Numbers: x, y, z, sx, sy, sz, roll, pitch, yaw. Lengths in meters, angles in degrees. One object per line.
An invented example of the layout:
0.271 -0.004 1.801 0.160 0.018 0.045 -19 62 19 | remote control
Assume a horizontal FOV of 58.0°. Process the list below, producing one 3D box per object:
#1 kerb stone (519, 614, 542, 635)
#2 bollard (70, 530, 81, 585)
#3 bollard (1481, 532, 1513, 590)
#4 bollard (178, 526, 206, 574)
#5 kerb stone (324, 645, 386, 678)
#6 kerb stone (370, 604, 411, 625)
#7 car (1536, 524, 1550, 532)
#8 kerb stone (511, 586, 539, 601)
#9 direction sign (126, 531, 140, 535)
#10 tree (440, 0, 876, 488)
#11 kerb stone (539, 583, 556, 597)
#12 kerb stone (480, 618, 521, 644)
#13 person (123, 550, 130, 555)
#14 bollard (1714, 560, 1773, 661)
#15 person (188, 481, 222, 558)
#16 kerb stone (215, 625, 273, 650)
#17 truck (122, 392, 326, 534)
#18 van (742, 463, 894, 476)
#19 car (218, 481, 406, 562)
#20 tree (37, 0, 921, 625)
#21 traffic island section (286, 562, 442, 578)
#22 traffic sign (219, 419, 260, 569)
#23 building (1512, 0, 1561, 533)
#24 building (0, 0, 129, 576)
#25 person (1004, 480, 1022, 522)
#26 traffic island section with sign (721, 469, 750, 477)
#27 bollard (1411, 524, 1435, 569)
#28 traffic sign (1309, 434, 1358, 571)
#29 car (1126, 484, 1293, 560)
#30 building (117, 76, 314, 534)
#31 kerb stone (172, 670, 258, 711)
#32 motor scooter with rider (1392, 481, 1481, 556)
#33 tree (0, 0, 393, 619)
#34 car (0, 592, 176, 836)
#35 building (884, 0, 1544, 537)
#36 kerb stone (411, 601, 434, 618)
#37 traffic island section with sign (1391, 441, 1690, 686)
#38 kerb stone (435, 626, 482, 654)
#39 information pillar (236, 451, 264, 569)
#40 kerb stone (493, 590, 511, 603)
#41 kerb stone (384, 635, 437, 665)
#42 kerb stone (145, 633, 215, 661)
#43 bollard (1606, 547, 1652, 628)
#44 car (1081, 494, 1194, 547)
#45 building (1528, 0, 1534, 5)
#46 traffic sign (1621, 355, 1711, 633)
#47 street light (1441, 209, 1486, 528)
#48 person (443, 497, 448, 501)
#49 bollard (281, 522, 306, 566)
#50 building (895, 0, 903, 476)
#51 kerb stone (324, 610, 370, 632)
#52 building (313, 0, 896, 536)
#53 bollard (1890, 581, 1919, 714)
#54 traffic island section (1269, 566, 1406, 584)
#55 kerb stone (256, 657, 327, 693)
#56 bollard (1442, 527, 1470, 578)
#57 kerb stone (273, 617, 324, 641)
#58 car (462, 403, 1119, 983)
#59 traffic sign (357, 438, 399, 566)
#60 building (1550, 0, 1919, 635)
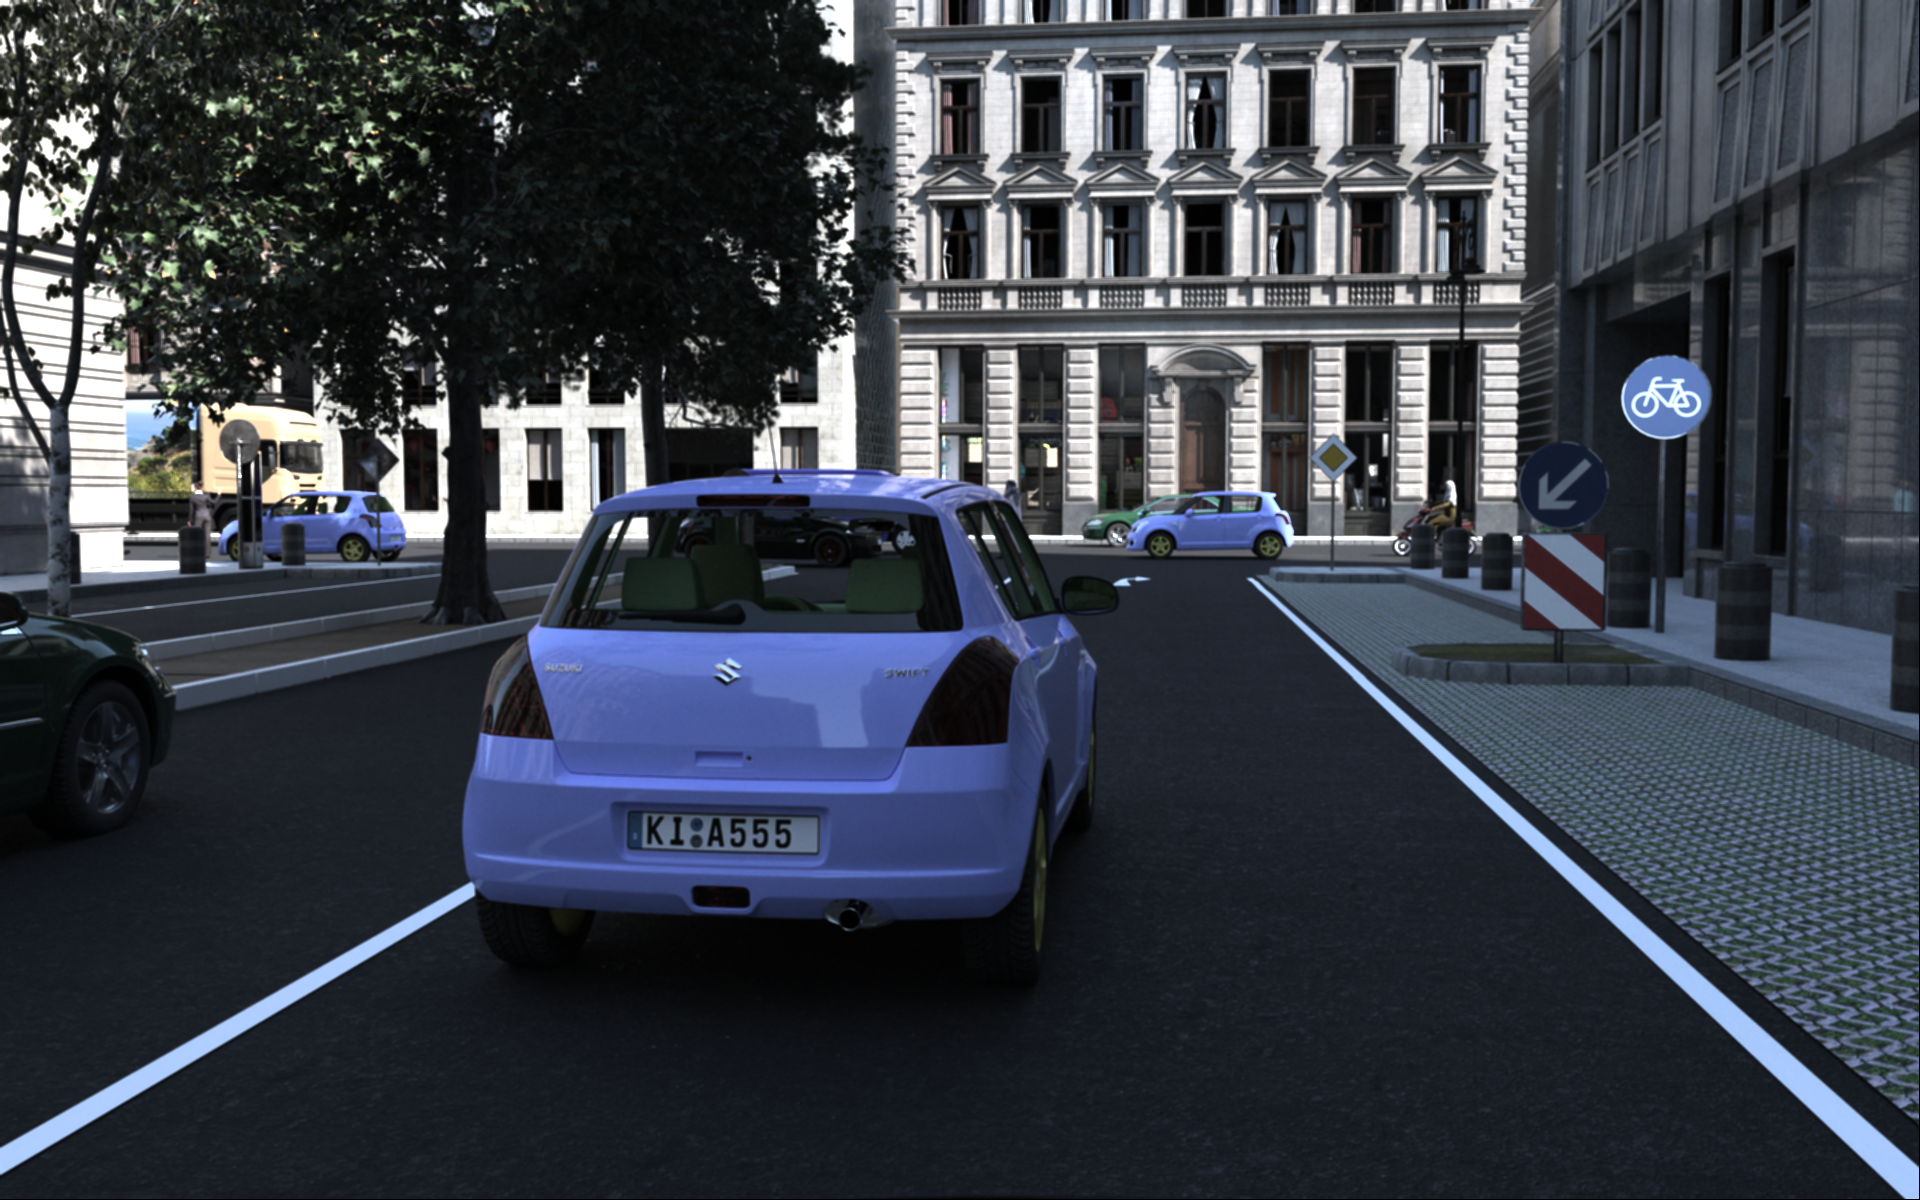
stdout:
-4.468 0.253 18.057 0.120 0.150 1.000 0 4 6 | kerb stone
-12.741 -0.608 24.653 0.404 0.777 0.398 0 3 0 | bollard
7.211 -0.522 23.251 0.404 0.777 0.398 0 3 0 | bollard
-12.372 -0.806 27.903 0.404 0.777 0.398 0 3 0 | bollard
-4.931 0.503 13.969 0.120 0.150 1.000 0 4 6 | kerb stone
-6.432 0.175 19.334 0.120 0.150 1.000 0 4 6 | kerb stone
16.824 -2.097 43.081 4.718 1.807 1.959 0 4 7 | car
-5.967 -0.069 23.419 0.120 0.150 1.000 0 4 6 | kerb stone
-25.829 -3.791 53.988 0.379 3.537 0.876 -3 4 -36 | direction sign
-4.853 -6.288 27.322 6.751 12.117 7.091 0 3 0 | tree
-5.849 -0.131 24.450 0.120 0.150 1.000 0 4 6 | kerb stone
-4.583 0.316 17.033 0.120 0.150 1.000 0 4 6 | kerb stone
-20.095 -1.482 41.019 0.859 0.850 0.655 -3 4 -36 | person
6.098 0.076 13.482 0.404 0.777 0.398 0 3 0 | bollard
-16.925 -1.805 38.823 0.445 1.727 0.742 2 4 29 | person
-6.779 0.364 16.250 0.120 0.150 1.000 0 4 6 | kerb stone
-23.035 -3.662 48.789 11.283 4.237 2.839 0 4 7 | truck
-2.930 -2.301 42.004 5.245 2.365 2.240 0 4 6 | van
-13.497 -1.618 36.041 3.694 1.707 1.945 0 4 6 | car
-5.489 -6.091 19.056 9.611 12.733 9.660 0 3 0 | tree
-10.415 -0.533 30.997 2.009 0.180 2.903 0 4 6 | traffic island section
-12.260 -1.796 29.475 0.768 2.556 0.104 1 4 11 | traffic sign
30.063 -13.050 55.173 24.055 21.916 13.314 0 4 6 | building
-24.818 -11.593 25.706 21.152 22.565 11.583 0 4 6 | building
1.123 -1.779 38.259 0.621 1.740 0.551 2 4 26 | person
-4.090 -1.369 30.514 2.006 1.907 1.989 0 4 6 | traffic island section with sign
7.953 -0.920 29.755 0.404 0.777 0.398 0 3 0 | bollard
6.244 -1.552 29.023 0.795 2.450 0.064 0 4 6 | traffic sign
5.568 -1.783 38.749 3.694 1.707 1.945 0 4 5 | car
-30.054 -11.947 59.959 19.286 19.102 10.561 0 4 6 | building
-5.164 0.628 11.921 0.120 0.150 1.000 0 4 6 | kerb stone
10.952 -1.885 39.778 1.986 1.779 0.876 0 4 7 | motor scooter with rider
-6.169 -3.614 11.916 4.360 8.622 3.978 0 3 0 | tree
-4.599 0.358 5.949 2.131 1.459 4.920 0 4 5 | car
7.841 -13.910 56.311 19.941 23.489 11.050 0 4 6 | building
-6.316 0.113 20.352 0.120 0.150 1.000 0 4 6 | kerb stone
4.534 -0.320 13.861 1.989 1.847 2.006 0 4 6 | traffic island section with sign
-4.697 0.379 16.004 0.120 0.150 1.000 0 4 6 | kerb stone
-12.188 -1.543 29.724 0.304 2.012 0.304 0 4 5 | information pillar
-6.083 -0.011 22.397 0.120 0.150 1.000 0 4 6 | kerb stone
-4.812 0.441 14.986 0.120 0.150 1.000 0 4 6 | kerb stone
-6.903 0.426 15.233 0.120 0.150 1.000 0 4 6 | kerb stone
6.469 -0.124 16.746 0.404 0.777 0.398 0 3 0 | bollard
5.770 -2.168 47.244 4.920 1.459 2.131 0 4 5 | car
34.886 -31.873 140.739 23.786 49.044 30.456 0 4 6 | building
6.481 -0.970 15.962 0.768 2.556 0.104 1 4 15 | traffic sign
8.211 -3.401 28.397 0.468 5.910 1.993 0 4 6 | street light
-13.194 -2.211 45.343 0.600 1.739 0.565 -3 5 -41 | person
-12.000 -1.007 31.174 0.404 0.777 0.398 0 3 0 | bollard
-9.858 -29.239 128.176 14.600 45.320 14.200 0 4 6 | building
-6.549 0.238 18.312 0.120 0.150 1.000 0 4 6 | kerb stone
-11.250 -12.427 57.935 16.860 20.320 10.420 0 4 6 | building
5.730 0.274 10.232 0.404 0.777 0.398 0 3 0 | bollard
6.268 -0.417 29.097 2.009 0.180 2.903 0 4 6 | traffic island section
-5.047 0.566 12.942 0.120 0.150 1.000 0 4 6 | kerb stone
7.583 -0.721 26.501 0.404 0.777 0.398 0 3 0 | bollard
-6.665 0.301 17.280 0.120 0.150 1.000 0 4 6 | kerb stone
-0.398 0.192 6.459 1.945 1.707 3.694 0 4 8 | car
-10.390 -1.669 30.932 0.795 2.450 0.064 0 4 6 | traffic sign
14.291 -12.139 16.494 12.078 24.808 19.932 0 4 6 | building
